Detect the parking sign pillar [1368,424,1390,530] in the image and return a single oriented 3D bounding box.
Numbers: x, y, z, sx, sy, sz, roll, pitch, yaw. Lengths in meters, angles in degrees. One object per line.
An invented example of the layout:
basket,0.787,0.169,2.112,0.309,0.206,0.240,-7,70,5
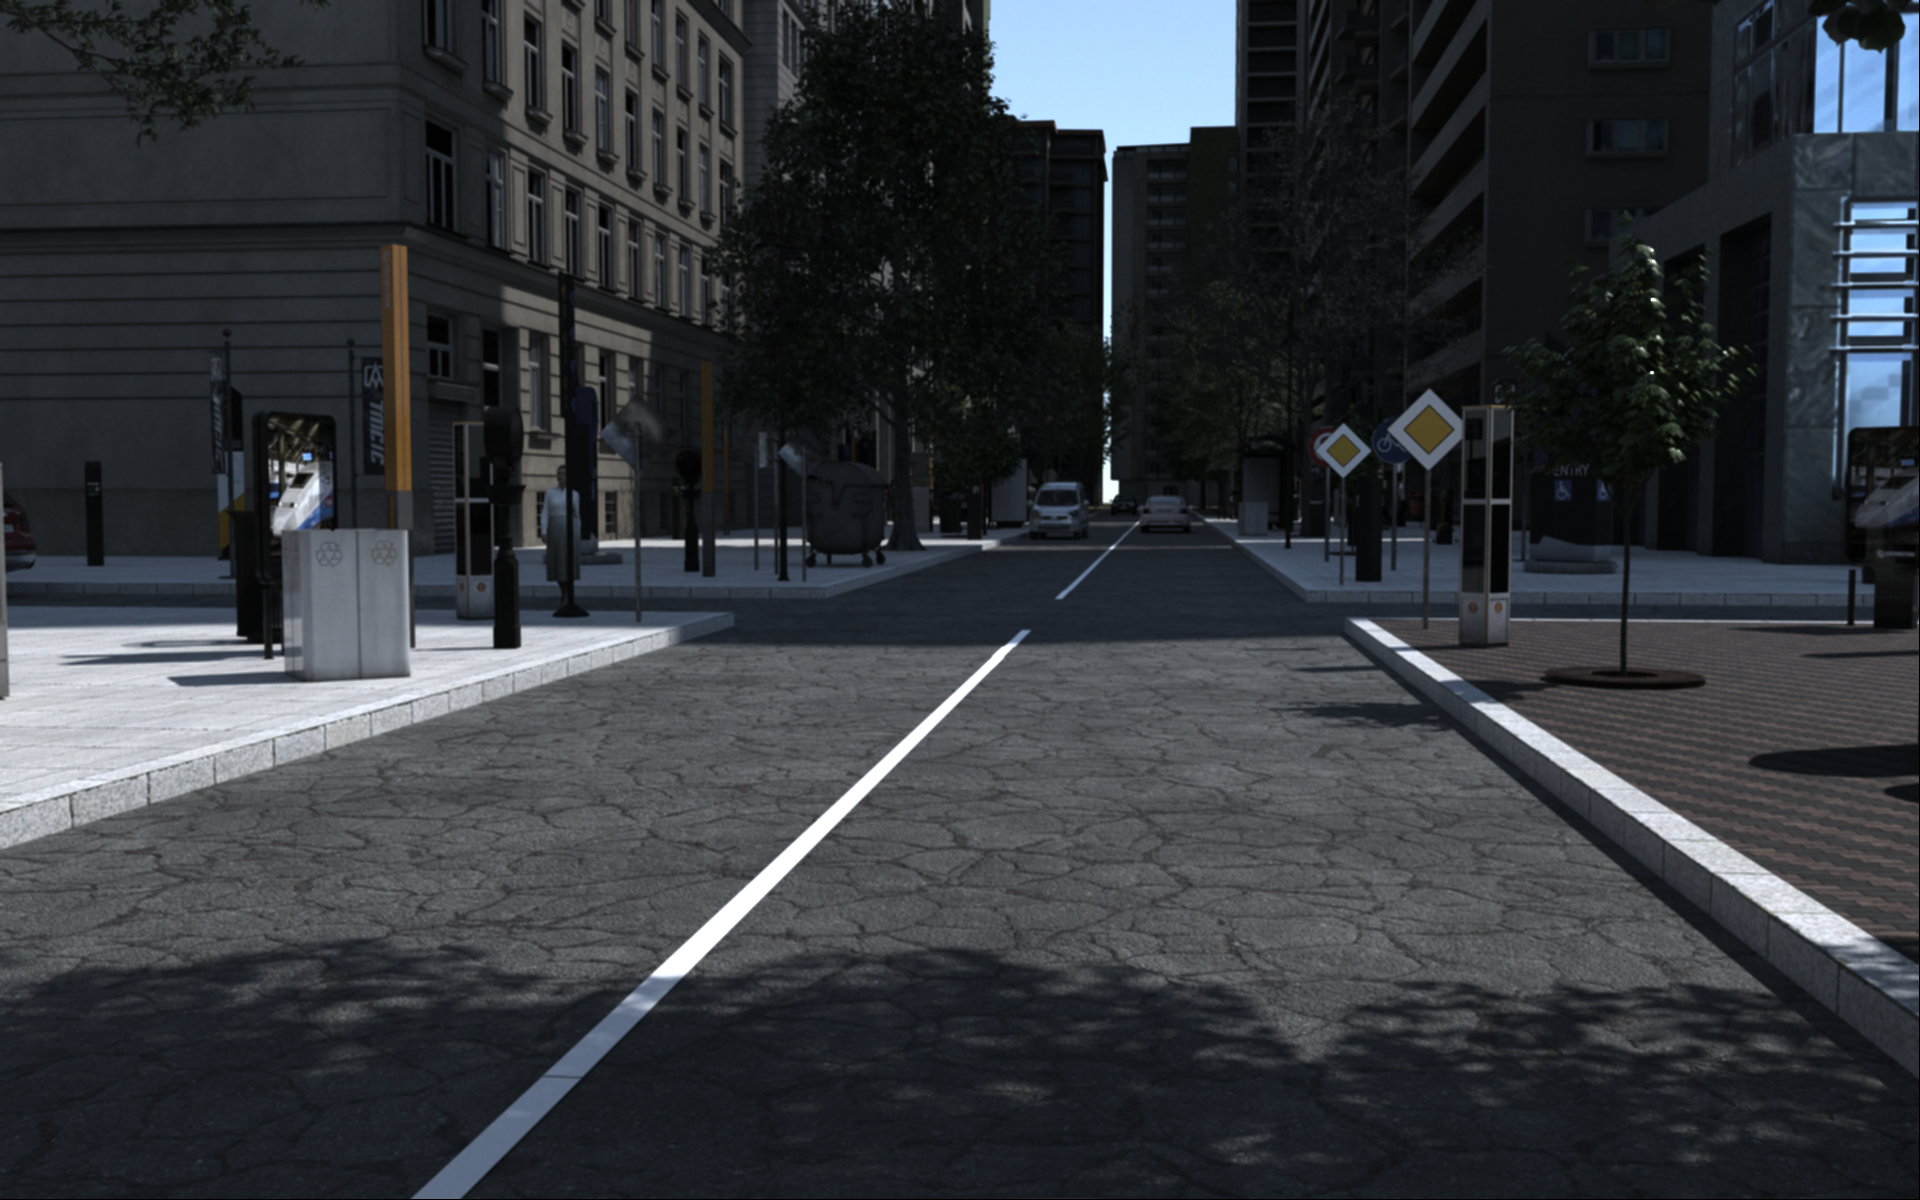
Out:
parking sign pillar,14.640,-4.485,61.803,1.447,3.967,1.447,1,4,17

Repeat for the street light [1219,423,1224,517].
street light,14.750,-7.647,97.813,0.468,5.910,1.993,0,4,7

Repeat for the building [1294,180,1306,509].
building,37.433,-23.602,157.589,14.160,30.474,14.107,0,4,7

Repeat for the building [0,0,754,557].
building,-16.651,-13.204,49.163,16.112,22.955,30.059,0,4,7

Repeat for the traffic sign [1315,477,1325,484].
traffic sign,12.773,-3.801,62.146,0.884,2.594,0.081,1,4,12

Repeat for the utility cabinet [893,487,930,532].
utility cabinet,-1.599,-2.965,57.162,1.173,1.500,0.318,0,4,6

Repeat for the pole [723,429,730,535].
pole,-7.330,-3.699,54.330,0.158,3.312,0.155,0,3,0

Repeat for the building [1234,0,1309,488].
building,41.790,-46.381,196.574,20.611,71.187,20.563,0,4,7

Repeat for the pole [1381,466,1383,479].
pole,23.491,-6.283,96.563,0.158,3.312,0.155,0,3,0

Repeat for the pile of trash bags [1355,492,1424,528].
pile of trash bags,16.820,-3.539,67.610,1.912,1.369,3.447,-2,4,-29

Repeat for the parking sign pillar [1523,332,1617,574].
parking sign pillar,9.976,-2.432,28.241,1.447,3.967,1.447,-2,4,-31

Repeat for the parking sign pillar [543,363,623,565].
parking sign pillar,-6.945,-2.649,31.785,1.447,3.967,1.447,0,4,-5

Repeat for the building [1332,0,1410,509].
building,36.386,-28.094,113.963,22.147,44.769,28.867,0,4,7

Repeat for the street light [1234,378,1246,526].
street light,11.158,-5.889,69.070,0.468,5.910,1.993,0,4,7

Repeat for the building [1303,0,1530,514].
building,39.444,-31.508,138.849,21.300,48.544,21.600,0,4,7

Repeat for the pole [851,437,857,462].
pole,-3.812,-4.196,62.446,0.158,3.312,0.155,0,3,0

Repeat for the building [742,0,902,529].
building,-10.200,-18.396,78.273,11.434,29.767,29.804,0,4,7

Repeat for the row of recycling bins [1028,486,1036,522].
row of recycling bins,3.069,-4.556,81.607,1.069,1.692,3.534,0,4,5

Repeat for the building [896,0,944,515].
building,-10.663,-41.140,110.885,20.563,71.187,20.611,0,4,7

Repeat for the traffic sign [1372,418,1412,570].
traffic sign,7.287,-1.769,29.031,0.768,2.556,0.104,1,4,14

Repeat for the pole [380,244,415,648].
pole,-4.647,-1.252,14.311,0.158,3.312,0.155,0,3,0

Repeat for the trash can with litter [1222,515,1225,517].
trash can with litter,15.148,-5.132,94.966,1.678,1.210,2.233,-3,5,-43

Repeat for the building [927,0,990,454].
building,-5.439,-27.224,128.703,14.154,41.232,14.086,0,4,7

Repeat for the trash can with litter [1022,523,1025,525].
trash can with litter,2.252,-3.674,71.451,0.624,1.170,1.055,-3,5,-43

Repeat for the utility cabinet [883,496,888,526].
utility cabinet,-3.345,-3.575,69.605,0.306,1.237,1.020,-3,5,-42

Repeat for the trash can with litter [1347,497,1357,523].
trash can with litter,17.387,-3.971,76.316,0.624,1.170,1.055,-1,4,-14

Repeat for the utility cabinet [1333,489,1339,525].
utility cabinet,15.603,-3.829,71.291,0.318,1.500,1.173,1,4,21

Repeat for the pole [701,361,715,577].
pole,-3.893,-2.014,26.767,0.158,3.312,0.155,0,3,0

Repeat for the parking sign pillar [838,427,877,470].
parking sign pillar,-4.129,-5.103,71.899,1.447,3.967,1.447,-1,4,-11

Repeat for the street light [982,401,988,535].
street light,0.776,-4.970,54.045,0.468,5.910,1.993,0,4,7

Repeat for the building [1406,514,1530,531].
building,30.134,-27.199,68.408,21.300,48.544,21.600,0,4,7

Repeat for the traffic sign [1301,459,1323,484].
traffic sign,11.977,-3.594,58.873,0.768,2.556,0.104,1,4,13

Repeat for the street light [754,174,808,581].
street light,-2.611,-3.221,25.453,0.468,5.910,1.993,0,4,7

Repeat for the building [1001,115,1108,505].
building,2.613,-33.562,203.360,28.867,44.769,22.147,0,4,7

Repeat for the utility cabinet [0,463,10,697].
utility cabinet,-6.477,-0.112,10.511,1.173,1.500,0.318,-3,4,-37

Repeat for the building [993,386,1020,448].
building,-10.918,-51.660,157.309,31.000,86.520,22.319,0,4,7

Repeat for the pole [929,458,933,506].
pole,-1.626,-6.334,97.397,0.158,3.312,0.155,0,3,0

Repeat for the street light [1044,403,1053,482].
street light,4.155,-6.690,82.176,0.468,5.910,1.993,0,4,7

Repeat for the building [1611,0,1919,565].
building,31.591,-44.361,37.979,31.000,86.520,22.319,0,4,7

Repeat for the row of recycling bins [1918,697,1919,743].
row of recycling bins,5.399,-0.005,7.200,1.069,1.692,3.534,0,4,-6

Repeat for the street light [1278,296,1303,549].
street light,7.734,-4.152,40.671,0.468,5.910,1.993,0,4,7

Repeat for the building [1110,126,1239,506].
building,24.177,-31.359,196.319,14.086,41.232,14.154,0,4,7
